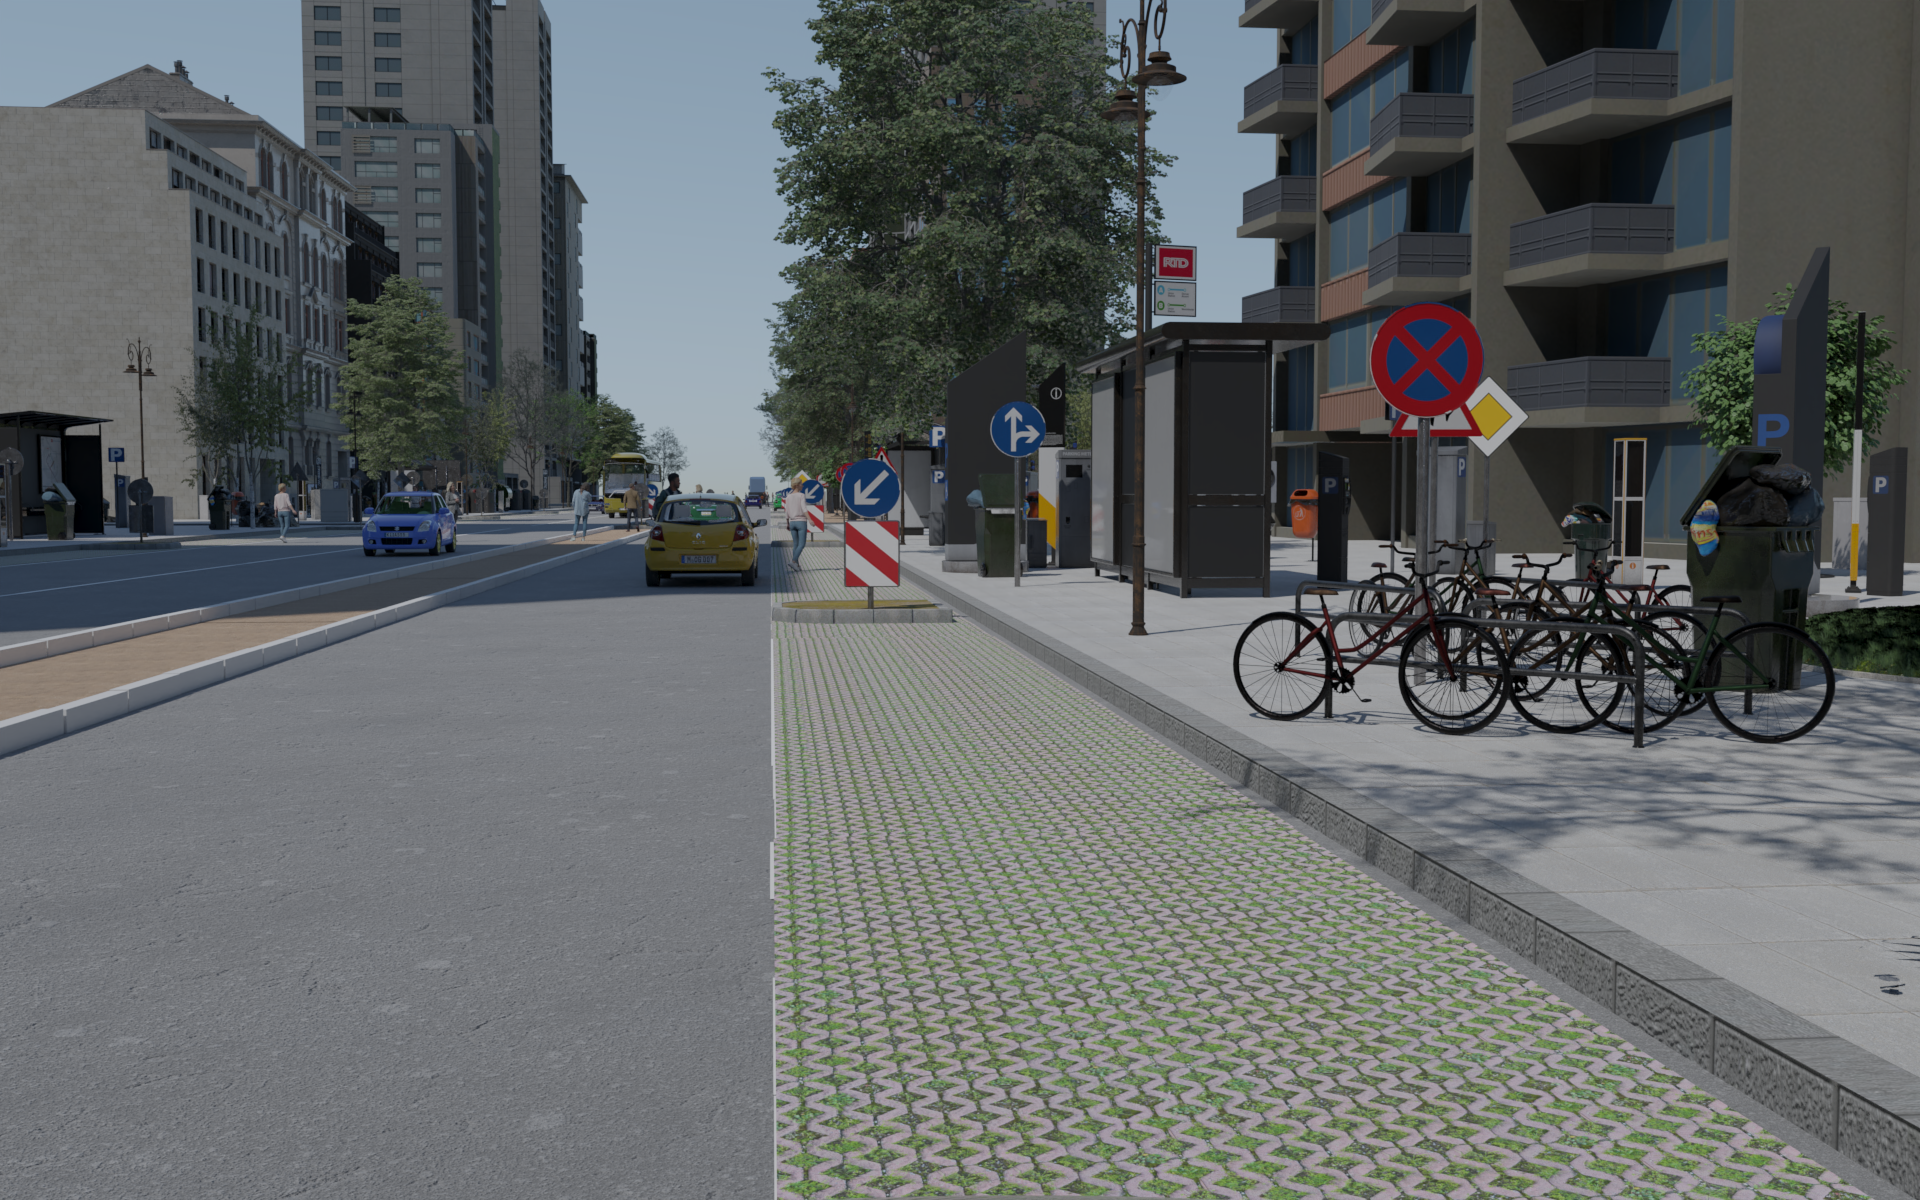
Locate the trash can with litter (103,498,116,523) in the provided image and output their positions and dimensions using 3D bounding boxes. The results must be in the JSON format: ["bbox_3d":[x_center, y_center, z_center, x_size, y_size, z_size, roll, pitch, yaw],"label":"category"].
[{"bbox_3d":[-38.387,-4.074,78.004,1.055,1.170,0.624,1,4,18],"label":"trash can with litter"}]

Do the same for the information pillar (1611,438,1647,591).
[{"bbox_3d":[8.851,-1.127,22.925,0.304,2.012,0.304,0,4,-6],"label":"information pillar"}]

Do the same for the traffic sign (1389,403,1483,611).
[{"bbox_3d":[4.413,-0.986,16.132,0.884,2.594,0.081,0,4,-5],"label":"traffic sign"}]

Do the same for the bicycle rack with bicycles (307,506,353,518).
[{"bbox_3d":[-34.408,-4.981,94.821,2.925,0.926,2.852,-1,4,-23],"label":"bicycle rack with bicycles"}]

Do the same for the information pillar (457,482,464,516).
[{"bbox_3d":[-29.683,-6.017,102.869,0.304,2.012,0.304,0,4,-3],"label":"information pillar"}]

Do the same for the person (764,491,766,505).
[{"bbox_3d":[-25.328,-13.239,224.984,1.348,1.821,0.705,-1,4,-21],"label":"person"}]

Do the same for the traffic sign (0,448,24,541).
[{"bbox_3d":[-26.127,-2.907,47.628,0.768,2.556,0.104,0,4,0],"label":"traffic sign"}]

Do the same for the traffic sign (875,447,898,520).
[{"bbox_3d":[-2.154,-2.920,47.738,0.884,2.594,0.081,0,4,2],"label":"traffic sign"}]

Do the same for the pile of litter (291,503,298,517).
[{"bbox_3d":[-36.725,-5.002,95.755,1.176,0.858,1.719,-1,4,-12],"label":"pile of litter"}]

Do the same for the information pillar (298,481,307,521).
[{"bbox_3d":[-31.858,-4.854,83.861,0.304,2.012,0.304,0,4,5],"label":"information pillar"}]

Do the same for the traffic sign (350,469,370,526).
[{"bbox_3d":[-24.109,-4.037,69.653,0.795,2.450,0.064,0,4,-6],"label":"traffic sign"}]

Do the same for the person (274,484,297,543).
[{"bbox_3d":[-19.785,-2.542,50.732,0.731,1.740,0.598,0,4,0],"label":"person"}]

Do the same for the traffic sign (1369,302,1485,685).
[{"bbox_3d":[3.095,-0.702,11.580,0.768,2.556,0.104,0,4,-1],"label":"traffic sign"}]

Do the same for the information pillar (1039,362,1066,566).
[{"bbox_3d":[1.656,-2.417,30.879,0.504,3.616,0.183,1,4,22],"label":"information pillar"}]

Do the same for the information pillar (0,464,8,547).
[{"bbox_3d":[-23.184,-2.275,41.688,0.304,2.012,0.304,0,4,1],"label":"information pillar"}]

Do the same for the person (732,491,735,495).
[{"bbox_3d":[-25.016,-11.137,190.608,0.705,1.821,1.348,-3,4,-36],"label":"person"}]

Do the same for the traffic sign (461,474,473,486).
[{"bbox_3d":[-30.835,-6.622,108.379,0.768,2.556,0.104,0,4,-2],"label":"traffic sign"}]

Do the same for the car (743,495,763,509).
[{"bbox_3d":[-20.107,-9.514,168.129,1.945,1.354,3.894,0,4,-8],"label":"car"}]

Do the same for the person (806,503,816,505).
[{"bbox_3d":[-5.629,-3.375,64.037,0.716,1.782,0.532,-3,5,-42],"label":"person"}]

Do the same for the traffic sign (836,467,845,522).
[{"bbox_3d":[-5.288,-4.828,79.038,0.768,2.556,0.104,0,4,-2],"label":"traffic sign"}]

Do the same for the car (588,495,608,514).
[{"bbox_3d":[-26.146,-6.824,124.145,1.945,1.354,3.894,0,4,-4],"label":"car"}]

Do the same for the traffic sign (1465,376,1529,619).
[{"bbox_3d":[5.164,-0.968,17.007,0.795,2.450,0.064,0,4,1],"label":"traffic sign"}]

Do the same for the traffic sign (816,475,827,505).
[{"bbox_3d":[-8.145,-6.276,102.713,0.768,2.556,0.104,0,4,-5],"label":"traffic sign"}]

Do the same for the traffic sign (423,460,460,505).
[{"bbox_3d":[-31.068,-6.720,103.750,2.265,3.308,0.079,0,4,3],"label":"traffic sign"}]

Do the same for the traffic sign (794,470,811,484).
[{"bbox_3d":[-6.517,-4.153,71.550,0.795,2.450,0.064,0,4,-6],"label":"traffic sign"}]

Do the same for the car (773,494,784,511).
[{"bbox_3d":[-14.552,-8.246,143.614,1.959,1.807,4.718,0,4,-5],"label":"car"}]

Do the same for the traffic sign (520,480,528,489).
[{"bbox_3d":[-38.150,-9.263,151.551,0.768,2.556,0.104,0,4,-3],"label":"traffic sign"}]

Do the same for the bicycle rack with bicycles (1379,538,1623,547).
[{"bbox_3d":[3.871,0.002,13.342,2.852,0.926,2.925,-1,4,-21],"label":"bicycle rack with bicycles"}]

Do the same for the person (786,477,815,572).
[{"bbox_3d":[-2.991,-1.394,31.969,0.731,1.740,0.598,2,4,25],"label":"person"}]

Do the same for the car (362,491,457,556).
[{"bbox_3d":[-13.068,-1.932,41.185,1.945,1.707,3.694,0,4,-8],"label":"car"}]

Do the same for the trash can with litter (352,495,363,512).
[{"bbox_3d":[-36.241,-5.621,102.956,1.678,1.210,2.233,-1,4,-12],"label":"trash can with litter"}]

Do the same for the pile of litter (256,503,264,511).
[{"bbox_3d":[-35.798,-4.555,88.444,1.719,0.858,1.176,1,4,20],"label":"pile of litter"}]

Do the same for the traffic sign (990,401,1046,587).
[{"bbox_3d":[0.796,-1.455,23.903,0.768,2.556,0.104,0,4,-5],"label":"traffic sign"}]

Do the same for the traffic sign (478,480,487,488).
[{"bbox_3d":[-33.848,-7.381,122.808,0.606,2.300,0.079,0,4,-2],"label":"traffic sign"}]

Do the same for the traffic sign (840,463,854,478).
[{"bbox_3d":[-4.449,-4.277,70.040,0.768,2.556,0.104,0,4,-3],"label":"traffic sign"}]

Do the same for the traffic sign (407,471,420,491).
[{"bbox_3d":[-30.255,-5.855,95.827,0.768,2.556,0.104,0,4,-2],"label":"traffic sign"}]

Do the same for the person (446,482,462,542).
[{"bbox_3d":[-15.208,-2.656,52.114,0.537,1.800,0.526,-3,5,-45],"label":"person"}]

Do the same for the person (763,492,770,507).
[{"bbox_3d":[-21.574,-11.234,192.971,0.445,1.727,0.742,3,5,43],"label":"person"}]

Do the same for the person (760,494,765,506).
[{"bbox_3d":[-24.464,-12.399,214.479,1.065,1.426,0.557,3,5,45],"label":"person"}]

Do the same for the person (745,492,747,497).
[{"bbox_3d":[-35.948,-17.216,290.899,0.530,1.710,0.541,0,4,-3],"label":"person"}]

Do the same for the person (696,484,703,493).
[{"bbox_3d":[-9.698,-3.409,64.425,0.728,1.800,0.709,1,4,16],"label":"person"}]

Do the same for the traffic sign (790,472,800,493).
[{"bbox_3d":[-7.385,-4.639,79.488,0.795,2.450,0.064,0,4,-6],"label":"traffic sign"}]

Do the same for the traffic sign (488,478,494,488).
[{"bbox_3d":[-35.544,-8.015,131.148,0.768,2.556,0.104,0,4,3],"label":"traffic sign"}]

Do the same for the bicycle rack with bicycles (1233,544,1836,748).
[{"bbox_3d":[3.383,0.221,9.772,2.925,0.926,2.852,3,5,42],"label":"bicycle rack with bicycles"}]

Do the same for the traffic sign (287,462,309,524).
[{"bbox_3d":[-26.511,-4.241,69.342,0.884,2.594,0.081,0,4,-1],"label":"traffic sign"}]

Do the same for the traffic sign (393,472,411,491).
[{"bbox_3d":[-24.977,-4.523,77.591,0.795,2.450,0.064,0,4,-6],"label":"traffic sign"}]

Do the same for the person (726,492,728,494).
[{"bbox_3d":[-41.383,-18.321,308.834,0.721,1.735,1.217,1,4,14],"label":"person"}]

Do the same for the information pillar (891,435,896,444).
[{"bbox_3d":[-2.461,-4.483,64.653,0.183,3.616,0.504,1,4,16],"label":"information pillar"}]

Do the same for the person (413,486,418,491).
[{"bbox_3d":[-20.633,-3.455,65.566,0.480,1.755,0.524,-1,4,-23],"label":"person"}]

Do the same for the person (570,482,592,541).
[{"bbox_3d":[-11.511,-2.680,52.576,0.793,1.790,0.793,-3,4,-36],"label":"person"}]

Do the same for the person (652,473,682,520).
[{"bbox_3d":[-5.284,-1.445,32.103,0.794,1.824,0.713,-3,4,-37],"label":"person"}]

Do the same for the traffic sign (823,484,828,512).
[{"bbox_3d":[-9.453,-7.519,122.945,0.884,2.594,0.081,0,4,-2],"label":"traffic sign"}]

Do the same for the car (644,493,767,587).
[{"bbox_3d":[-4.173,-1.107,28.329,2.015,1.641,3.980,0,4,-6],"label":"car"}]

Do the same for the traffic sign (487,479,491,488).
[{"bbox_3d":[-33.817,-7.506,123.901,0.795,2.450,0.064,0,4,-3],"label":"traffic sign"}]

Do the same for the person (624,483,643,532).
[{"bbox_3d":[-12.311,-3.477,65.258,0.656,1.842,0.836,-3,5,-39],"label":"person"}]

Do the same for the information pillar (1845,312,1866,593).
[{"bbox_3d":[11.673,-1.907,22.532,0.183,3.616,0.504,2,4,26],"label":"information pillar"}]
